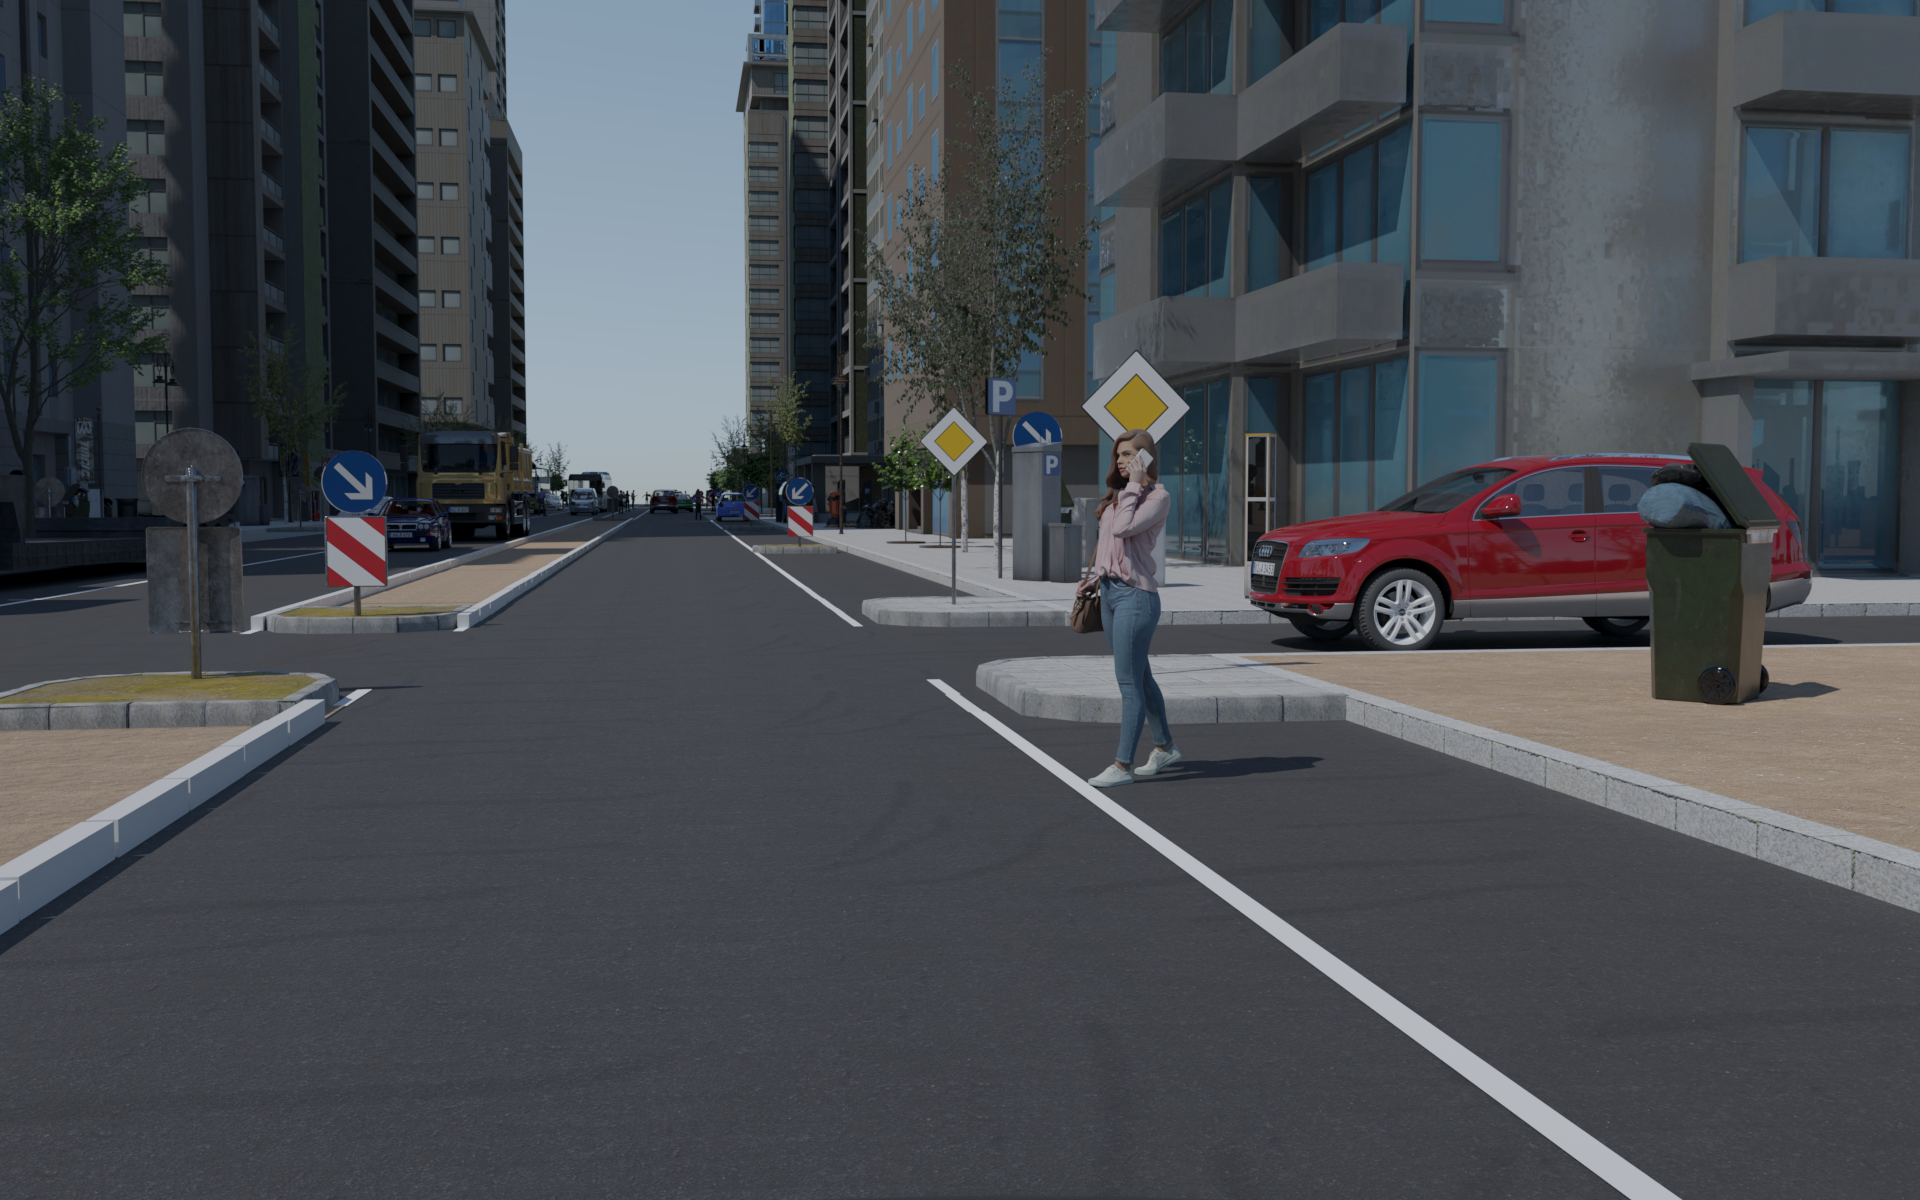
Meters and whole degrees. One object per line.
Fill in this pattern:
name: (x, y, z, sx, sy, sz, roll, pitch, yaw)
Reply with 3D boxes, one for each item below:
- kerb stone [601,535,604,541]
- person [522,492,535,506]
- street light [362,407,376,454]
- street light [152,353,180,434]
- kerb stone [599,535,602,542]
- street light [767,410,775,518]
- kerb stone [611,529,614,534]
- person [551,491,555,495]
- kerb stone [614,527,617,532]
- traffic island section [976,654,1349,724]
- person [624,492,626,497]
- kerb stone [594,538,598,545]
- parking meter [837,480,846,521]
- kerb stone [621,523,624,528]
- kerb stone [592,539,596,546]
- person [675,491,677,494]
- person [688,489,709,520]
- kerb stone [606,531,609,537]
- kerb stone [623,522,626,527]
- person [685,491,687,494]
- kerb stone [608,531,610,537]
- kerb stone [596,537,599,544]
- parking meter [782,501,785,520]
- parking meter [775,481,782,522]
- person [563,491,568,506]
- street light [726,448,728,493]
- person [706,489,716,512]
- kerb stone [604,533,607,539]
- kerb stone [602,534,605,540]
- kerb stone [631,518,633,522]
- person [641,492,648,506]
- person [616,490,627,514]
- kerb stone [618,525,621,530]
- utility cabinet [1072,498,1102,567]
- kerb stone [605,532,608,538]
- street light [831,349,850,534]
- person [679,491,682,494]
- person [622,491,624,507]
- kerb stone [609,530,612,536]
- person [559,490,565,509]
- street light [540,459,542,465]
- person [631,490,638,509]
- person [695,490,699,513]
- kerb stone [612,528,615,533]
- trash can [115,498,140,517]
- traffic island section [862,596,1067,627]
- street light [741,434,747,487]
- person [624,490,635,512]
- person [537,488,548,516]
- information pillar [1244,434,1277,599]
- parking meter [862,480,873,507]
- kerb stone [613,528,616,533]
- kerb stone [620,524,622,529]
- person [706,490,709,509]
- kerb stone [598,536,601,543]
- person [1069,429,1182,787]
kerb stone: (-10.715, -1.782, 51.331, 0.120, 0.150, 1.000, -1, 4, -9)
person: (-23.522, -5.193, 94.198, 0.721, 1.735, 1.217, 1, 4, 19)
street light: (-31.584, -7.331, 92.653, 0.468, 5.910, 1.993, -1, 4, -9)
street light: (-25.504, -5.075, 55.757, 0.468, 5.910, 1.993, -1, 4, -9)
kerb stone: (-10.547, -1.714, 50.316, 0.120, 0.150, 1.000, -1, 4, -9)
street light: (-10.200, -7.391, 93.635, 0.468, 5.910, 1.993, -1, 4, -9)
kerb stone: (-12.046, -2.276, 59.425, 0.120, 0.150, 1.000, -1, 4, -9)
person: (-48.434, -12.069, 205.928, 0.705, 1.812, 1.348, 3, 4, 37)
kerb stone: (-12.545, -2.462, 62.455, 0.120, 0.150, 1.000, -1, 4, -9)
traffic island section: (1.247, 0.614, 12.248, 2.009, 0.180, 2.903, -1, 4, -9)
person: (-45.938, -13.932, 237.213, 0.530, 1.710, 0.541, 0, 4, -2)
kerb stone: (-10.044, -1.534, 47.280, 0.120, 0.150, 1.000, -1, 4, -9)
parking meter: (-4.787, -3.928, 69.939, 0.255, 1.863, 0.399, 1, 4, 11)
kerb stone: (-13.887, -2.958, 70.559, 0.120, 0.150, 1.000, -1, 4, -9)
kerb stone: (-9.880, -1.471, 46.270, 0.120, 0.150, 1.000, -1, 4, -9)
person: (-27.415, -9.661, 167.011, 0.990, 1.755, 0.434, 1, 4, 10)
person: (-14.708, -5.392, 97.377, 1.217, 1.743, 0.721, -1, 4, -9)
kerb stone: (-11.372, -2.027, 55.367, 0.120, 0.150, 1.000, -1, 4, -9)
kerb stone: (-14.393, -3.143, 73.589, 0.120, 0.150, 1.000, -1, 4, -9)
person: (-25.523, -9.321, 161.426, 1.217, 1.766, 0.721, 1, 4, 21)
kerb stone: (-11.541, -2.090, 56.374, 0.120, 0.150, 1.000, -1, 4, -9)
kerb stone: (-10.211, -1.595, 48.288, 0.120, 0.150, 1.000, -1, 4, -9)
parking meter: (-8.864, -4.774, 86.467, 0.372, 1.533, 0.369, 0, 3, 0)
parking meter: (-8.238, -4.469, 78.778, 0.255, 1.863, 0.399, -1, 4, -15)
person: (-46.660, -12.036, 205.367, 0.705, 1.814, 1.350, 2, 4, 34)
street light: (-22.662, -12.002, 169.025, 0.468, 5.910, 1.993, -1, 4, -9)
person: (-19.706, -7.945, 138.335, 1.348, 1.831, 0.705, 2, 4, 33)
kerb stone: (-11.044, -1.901, 53.349, 0.120, 0.150, 1.000, -1, 4, -9)
kerb stone: (-10.876, -1.844, 52.341, 0.120, 0.150, 1.000, -1, 4, -9)
kerb stone: (-16.217, -3.819, 84.726, 0.120, 0.150, 1.000, -1, 4, -9)
person: (-36.611, -11.813, 202.356, 1.217, 1.736, 0.721, -2, 4, -25)
person: (-24.616, -7.110, 125.464, 0.721, 1.736, 1.217, 3, 5, 42)
kerb stone: (-13.210, -2.707, 66.505, 0.120, 0.150, 1.000, -1, 4, -9)
utility cabinet: (2.268, -1.206, 30.875, 0.306, 1.237, 1.020, 1, 4, 20)
kerb stone: (-11.221, -1.967, 54.355, 0.120, 0.150, 1.000, -1, 4, -9)
street light: (-3.794, -5.042, 55.221, 0.468, 5.910, 1.993, -1, 4, -9)
person: (-28.784, -10.377, 178.950, 0.721, 1.735, 1.217, 0, 4, 6)
person: (-37.041, -11.116, 190.797, 0.434, 1.755, 0.990, 0, 4, -5)
kerb stone: (-11.709, -2.153, 57.391, 0.120, 0.150, 1.000, -1, 4, -9)
person: (-38.108, -9.612, 165.676, 0.705, 1.822, 1.348, 1, 4, 21)
street light: (-51.386, -14.661, 212.490, 0.468, 5.910, 1.993, -1, 4, -9)
person: (-31.795, -9.834, 169.156, 0.599, 1.838, 0.709, -2, 4, -35)
person: (-20.240, -7.612, 133.751, 0.445, 1.727, 0.742, 0, 4, -7)
kerb stone: (-12.215, -2.338, 60.434, 0.120, 0.150, 1.000, -1, 4, -9)
trash can: (-27.553, -2.794, 57.328, 0.748, 1.137, 0.748, 0, 3, 0)
traffic island section: (-0.052, 0.132, 20.127, 2.009, 0.180, 2.903, -1, 4, -9)
street light: (-16.266, -9.657, 130.687, 0.468, 5.910, 1.993, -1, 4, -9)
person: (-26.883, -8.012, 140.213, 1.217, 1.735, 0.721, 1, 4, 15)
person: (-27.190, -6.384, 112.747, 0.709, 1.838, 0.599, 0, 4, 3)
information pillar: (3.677, -1.023, 21.213, 0.304, 2.012, 0.304, 2, 4, 26)
parking meter: (-3.768, -3.961, 70.470, 0.399, 1.863, 0.255, 0, 4, 4)
kerb stone: (-12.379, -2.401, 61.446, 0.120, 0.150, 1.000, -1, 4, -9)
kerb stone: (-13.548, -2.834, 68.532, 0.120, 0.150, 1.000, -1, 4, -9)
person: (-24.615, -9.803, 168.796, 0.705, 1.823, 1.348, -1, 4, -9)
kerb stone: (-10.375, -1.657, 49.308, 0.120, 0.150, 1.000, -1, 4, -9)
person: (0.889, 0.028, 8.628, 0.643, 1.750, 0.593, -1, 4, -22)
